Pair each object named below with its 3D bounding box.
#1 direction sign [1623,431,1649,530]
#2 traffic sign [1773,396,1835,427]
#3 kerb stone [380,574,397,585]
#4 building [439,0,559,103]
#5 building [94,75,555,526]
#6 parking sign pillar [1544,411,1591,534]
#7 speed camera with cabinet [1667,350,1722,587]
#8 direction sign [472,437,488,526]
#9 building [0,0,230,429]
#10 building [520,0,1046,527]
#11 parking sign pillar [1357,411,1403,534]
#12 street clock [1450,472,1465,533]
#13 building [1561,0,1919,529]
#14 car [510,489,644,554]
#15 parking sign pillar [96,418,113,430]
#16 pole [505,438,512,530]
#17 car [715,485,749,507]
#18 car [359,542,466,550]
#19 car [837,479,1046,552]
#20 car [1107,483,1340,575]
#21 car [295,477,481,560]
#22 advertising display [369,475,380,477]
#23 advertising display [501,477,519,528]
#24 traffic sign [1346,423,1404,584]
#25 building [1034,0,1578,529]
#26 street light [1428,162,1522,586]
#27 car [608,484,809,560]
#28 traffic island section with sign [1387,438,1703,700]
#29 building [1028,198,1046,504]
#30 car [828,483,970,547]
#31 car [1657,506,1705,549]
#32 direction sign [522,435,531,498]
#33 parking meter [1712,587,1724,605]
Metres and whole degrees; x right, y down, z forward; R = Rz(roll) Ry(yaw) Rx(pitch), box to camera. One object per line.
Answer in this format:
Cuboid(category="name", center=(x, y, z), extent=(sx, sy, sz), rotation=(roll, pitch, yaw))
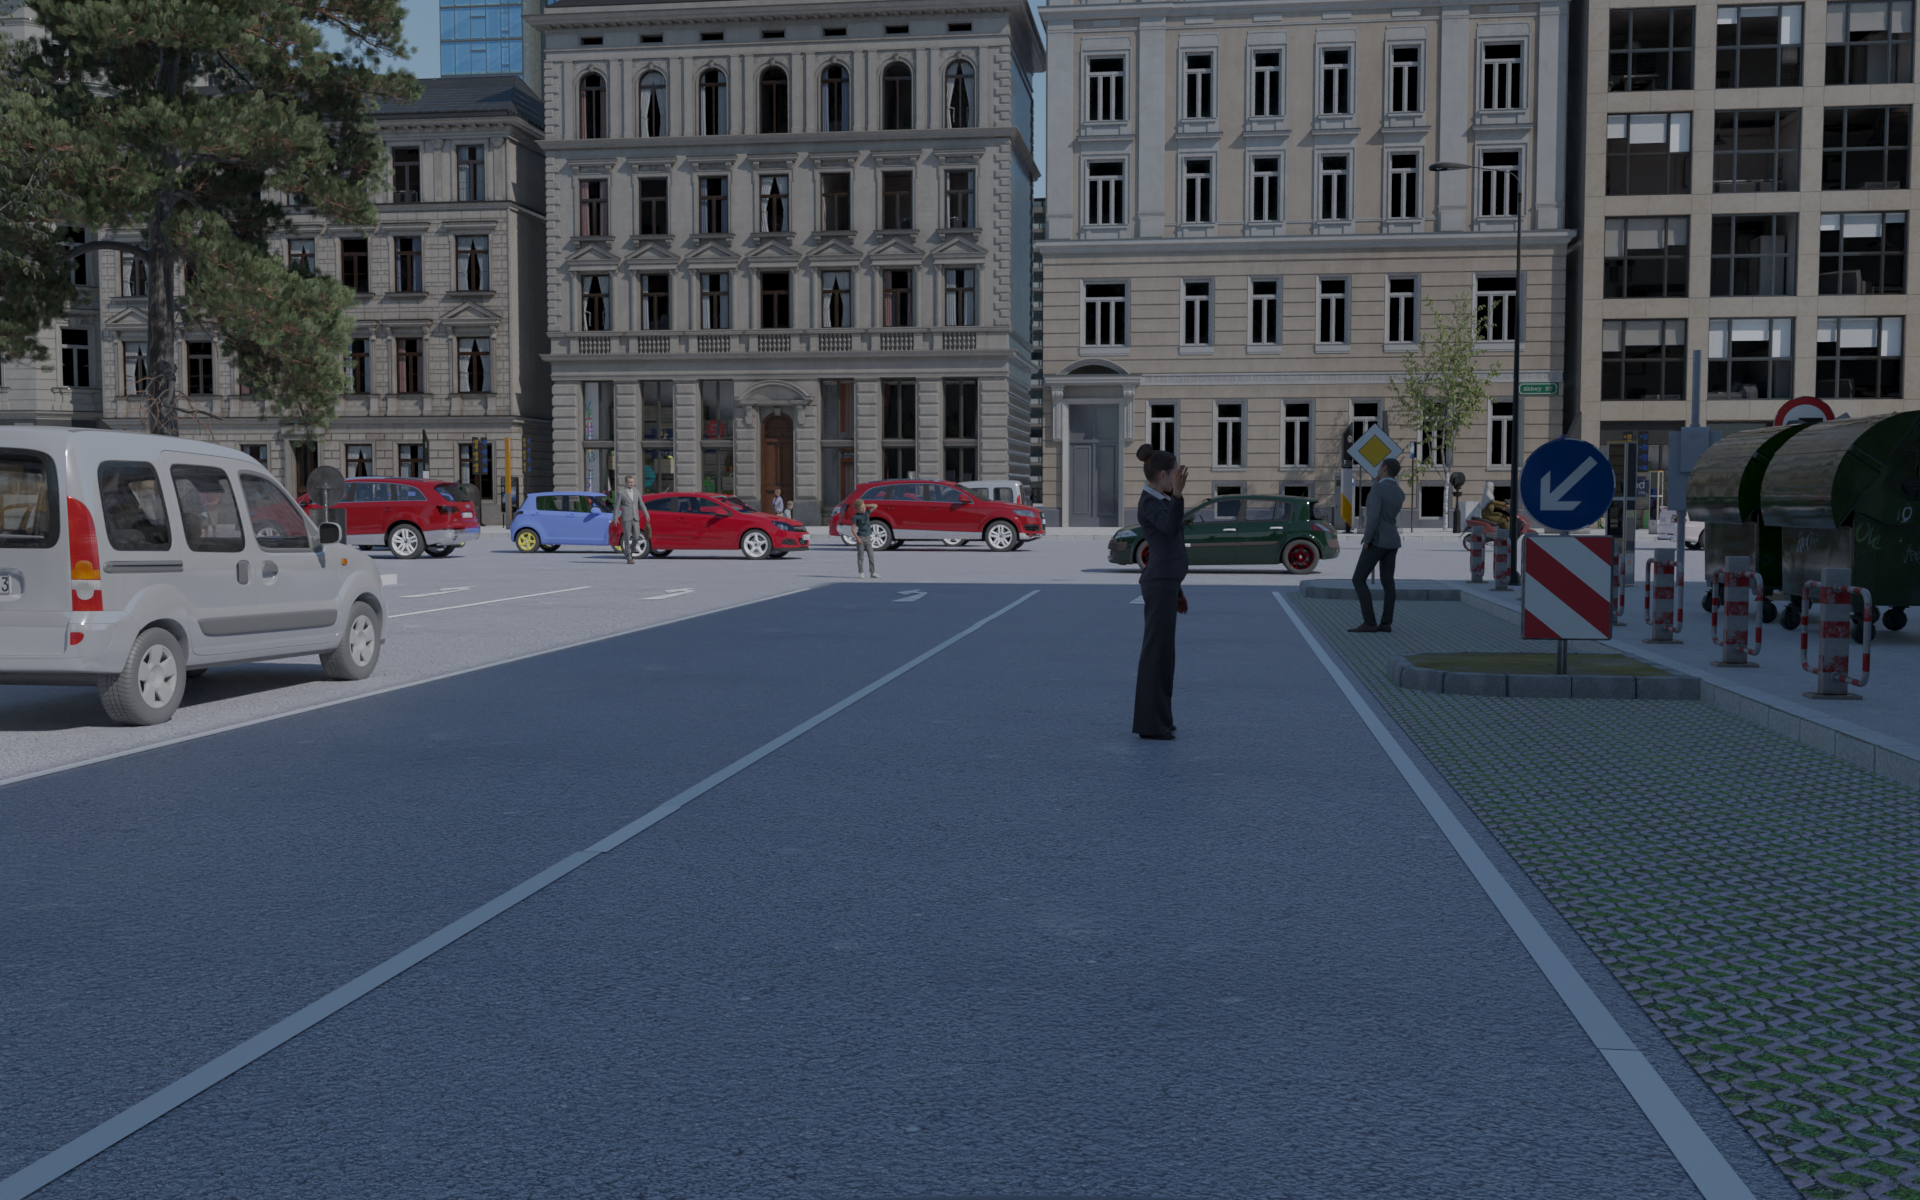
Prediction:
Cuboid(category="direction sign", center=(24.315, -4.307, 62.422), extent=(0.876, 3.537, 0.379), rotation=(2, 4, 27))
Cuboid(category="traffic sign", center=(10.983, -1.376, 22.598), extent=(0.768, 2.556, 0.104), rotation=(1, 4, 10))
Cuboid(category="kerb stone", center=(-9.144, -0.308, 27.237), extent=(0.120, 0.150, 1.000), rotation=(0, 4, 8))
Cuboid(category="building", center=(-28.551, -50.517, 138.629), extent=(22.319, 86.520, 31.000), rotation=(0, 4, 8))
Cuboid(category="building", center=(-26.319, -12.892, 75.406), extent=(19.286, 19.102, 10.561), rotation=(0, 4, 8))
Cuboid(category="parking sign pillar", center=(19.690, -4.133, 56.045), extent=(1.447, 3.967, 1.447), rotation=(2, 4, 35))
Cuboid(category="speed camera with cabinet", center=(10.823, -1.800, 23.764), extent=(2.038, 3.252, 0.660), rotation=(2, 4, 23))
Cuboid(category="direction sign", center=(-19.103, -4.707, 68.959), extent=(0.379, 3.537, 0.876), rotation=(2, 4, 24))
Cuboid(category="building", center=(-57.169, -18.777, 83.422), extent=(44.131, 29.872, 17.030), rotation=(0, 4, 8))
Cuboid(category="building", center=(-6.637, -14.910, 72.650), extent=(19.941, 23.489, 11.050), rotation=(0, 4, 8))
Cuboid(category="parking sign pillar", center=(13.502, -4.103, 55.559), extent=(1.447, 3.967, 1.447), rotation=(1, 4, 10))
Cuboid(category="street clock", center=(16.236, -3.179, 56.551), extent=(0.358, 2.002, 0.471), rotation=(-2, 4, -31))
Cuboid(category="building", center=(40.861, -16.237, 69.993), extent=(34.151, 26.468, 19.350), rotation=(0, 4, 8))
Cuboid(category="car", center=(-9.080, -2.007, 42.400), extent=(3.694, 1.707, 1.945), rotation=(0, 4, 7))
Cuboid(category="parking sign pillar", center=(-30.004, -4.476, 61.654), extent=(1.447, 3.967, 1.447), rotation=(1, 4, 22))
Cuboid(category="pole", center=(-16.311, -4.200, 62.520), extent=(0.158, 3.312, 0.155), rotation=(0, 3, 0))
Cuboid(category="car", center=(-8.194, -2.515, 50.157), extent=(4.494, 1.783, 2.155), rotation=(0, 4, 7))
Cuboid(category="car", center=(-14.296, -2.174, 45.140), extent=(1.945, 1.707, 3.694), rotation=(0, 4, 7))
Cuboid(category="car", center=(-0.463, -2.152, 43.858), extent=(5.304, 1.827, 2.281), rotation=(1, 4, 10))
Cuboid(category="car", center=(4.810, -1.341, 31.710), extent=(4.222, 1.686, 2.009), rotation=(1, 4, 9))
Cuboid(category="car", center=(-13.517, -1.851, 38.942), extent=(5.304, 1.827, 2.281), rotation=(0, 4, 6))
Cuboid(category="advertising display", center=(-19.987, -3.302, 59.198), extent=(0.123, 1.923, 0.974), rotation=(0, 4, -3))
Cuboid(category="advertising display", center=(-16.905, -3.661, 65.070), extent=(0.974, 1.923, 0.123), rotation=(3, 5, 39))
Cuboid(category="traffic sign", center=(5.864, -1.278, 24.545), extent=(0.795, 2.450, 0.064), rotation=(0, 4, 8))
Cuboid(category="building", center=(13.594, -17.428, 70.850), extent=(20.117, 28.700, 13.634), rotation=(0, 4, 8))
Cuboid(category="street light", center=(7.248, -3.166, 24.304), extent=(1.470, 5.913, 1.316), rotation=(0, 4, 8))
Cuboid(category="car", center=(-5.559, -1.804, 38.529), extent=(4.494, 1.783, 2.155), rotation=(1, 4, 10))
Cuboid(category="traffic island section with sign", center=(4.286, -0.269, 13.021), extent=(1.989, 1.847, 2.006), rotation=(0, 4, 8))
Cuboid(category="building", center=(11.131, -33.552, 232.171), extent=(14.086, 41.232, 14.154), rotation=(0, 4, 8))
Cuboid(category="car", center=(-1.383, -2.376, 47.889), extent=(4.494, 1.783, 2.155), rotation=(0, 4, 7))
Cuboid(category="car", center=(20.401, -1.950, 44.248), extent=(4.827, 1.381, 2.083), rotation=(0, 4, 7))
Cuboid(category="direction sign", center=(-16.701, -4.572, 66.746), extent=(0.379, 3.537, 0.876), rotation=(0, 4, 5))
Cuboid(category="parking meter", center=(8.868, -0.876, 20.030), extent=(0.255, 1.863, 0.399), rotation=(2, 4, 28))
